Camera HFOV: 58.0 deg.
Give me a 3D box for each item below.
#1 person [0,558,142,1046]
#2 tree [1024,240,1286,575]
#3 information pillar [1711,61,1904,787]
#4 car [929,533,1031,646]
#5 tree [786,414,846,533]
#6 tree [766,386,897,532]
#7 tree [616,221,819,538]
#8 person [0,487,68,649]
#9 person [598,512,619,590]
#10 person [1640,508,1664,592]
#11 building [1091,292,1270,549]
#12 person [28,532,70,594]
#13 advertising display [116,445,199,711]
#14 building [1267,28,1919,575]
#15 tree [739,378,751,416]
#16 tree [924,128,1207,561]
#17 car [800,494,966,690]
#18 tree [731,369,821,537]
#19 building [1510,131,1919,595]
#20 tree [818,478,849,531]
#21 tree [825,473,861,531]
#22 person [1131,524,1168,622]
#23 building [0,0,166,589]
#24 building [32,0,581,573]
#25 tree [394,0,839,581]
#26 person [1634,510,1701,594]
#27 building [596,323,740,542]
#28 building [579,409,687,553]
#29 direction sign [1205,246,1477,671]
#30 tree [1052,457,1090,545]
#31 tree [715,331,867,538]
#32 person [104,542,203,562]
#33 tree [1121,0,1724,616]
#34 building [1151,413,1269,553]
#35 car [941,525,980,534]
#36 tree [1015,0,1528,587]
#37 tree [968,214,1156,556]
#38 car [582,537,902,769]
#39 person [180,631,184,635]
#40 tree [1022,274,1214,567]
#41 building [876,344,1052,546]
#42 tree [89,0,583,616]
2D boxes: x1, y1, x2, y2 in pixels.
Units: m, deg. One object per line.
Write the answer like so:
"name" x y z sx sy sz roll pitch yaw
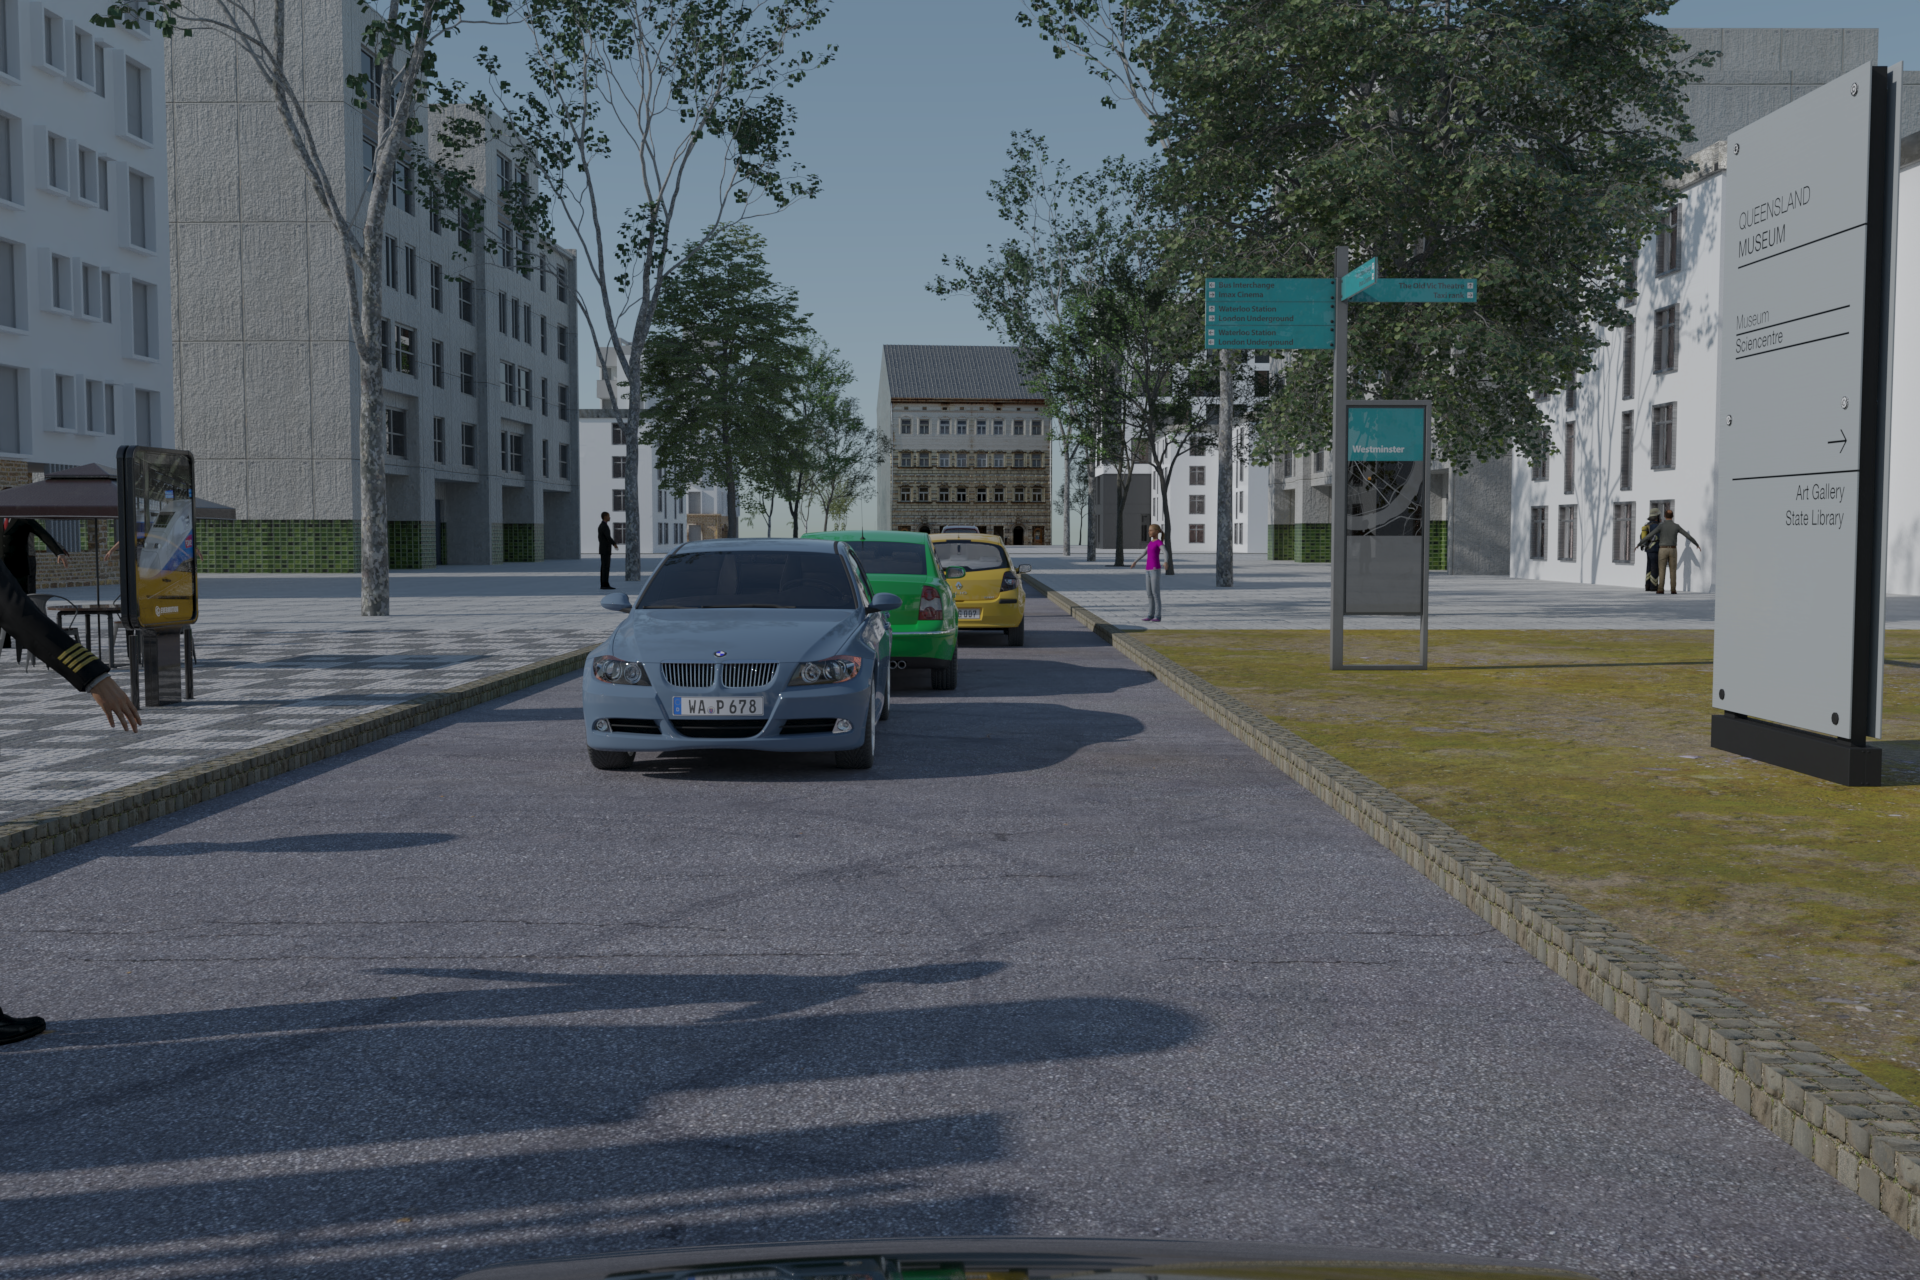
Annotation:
"person" -2.865 0.215 4.877 1.347 1.837 0.705 2 4 25
"tree" 6.505 -7.327 54.216 8.767 10.594 7.601 -1 4 -14
"information pillar" 4.597 -1.112 9.499 0.184 3.620 1.656 0 4 0
"car" -0.015 -0.815 23.543 2.015 1.641 3.980 0 3 0
"tree" -9.119 -9.198 100.747 4.360 8.622 3.978 0 3 0
"tree" -8.486 -10.672 108.904 8.767 10.594 7.601 -1 4 -21
"tree" -8.795 -8.894 63.545 7.486 12.596 7.792 0 3 0
"person" -10.624 -0.807 19.378 1.347 1.806 0.705 0 4 -1
"person" -8.177 -2.070 40.075 0.704 1.802 1.346 -2 4 -26
"person" 15.493 -2.008 38.616 0.705 1.856 1.354 -1 4 -8
"building" 26.001 -19.511 162.971 27.936 21.610 32.646 0 4 0
"person" -15.362 -1.365 28.449 1.348 1.813 0.705 0 4 -5
"advertising display" -5.996 -0.475 12.981 0.123 1.923 0.974 0 4 1
"building" 23.629 -12.409 69.340 16.747 18.905 31.486 0 4 0
"tree" -25.925 -20.895 197.520 12.611 20.169 13.585 0 3 0
"tree" 5.175 -13.827 81.960 12.611 20.169 13.585 0 3 0
"car" -0.914 -0.519 17.286 1.959 1.807 4.718 0 4 0
"tree" -8.351 -7.590 74.451 4.360 8.622 3.978 0 3 0
"building" 20.721 -5.819 37.292 9.099 9.664 28.070 0 3 0
"tree" -14.397 -15.319 200.833 4.737 8.622 4.395 0 3 0
"tree" -13.217 -14.981 195.304 4.737 8.622 4.395 0 3 0
"person" 2.780 -0.982 25.316 0.599 1.433 0.991 -2 4 -24
"building" -26.353 -10.844 33.721 16.016 20.090 11.380 0 3 0
"building" -27.844 -12.550 71.646 16.747 18.905 31.486 0 4 1
"tree" -9.355 -11.765 48.239 12.611 20.169 13.585 0 3 0
"person" 15.135 -1.881 37.024 1.348 1.796 0.705 1 4 15
"building" -26.633 -18.350 156.439 16.016 20.090 11.380 0 4 1
"building" -24.963 -11.502 130.213 9.099 9.664 28.070 0 4 1
"direction sign" 3.554 -1.644 15.647 2.525 3.948 1.411 0 4 -1
"tree" 13.934 -16.000 196.019 7.601 10.594 8.767 0 4 6
"tree" -8.611 -9.994 89.152 9.928 11.665 9.643 0 3 0
"person" -11.396 -1.143 24.549 1.347 1.847 0.705 0 4 -5
"tree" 6.967 -7.354 26.900 9.857 13.997 8.962 0 3 0
"building" 20.558 -11.668 132.920 9.099 9.664 28.070 0 4 0
"car" 0.012 -4.013 74.284 2.281 1.827 5.304 0 4 -1
"tree" 7.700 -11.306 40.735 12.611 20.169 13.585 0 3 0
"tree" 7.746 -15.014 101.362 12.611 20.169 13.585 0 3 0
"car" -1.396 -0.005 12.092 2.014 1.417 4.499 0 4 0
"person" -10.091 -0.981 22.179 0.704 1.843 1.345 -2 4 -34
"tree" 6.461 -8.699 67.980 9.928 11.665 9.643 0 3 0
"building" 0.134 -22.457 200.563 18.063 23.208 19.493 0 4 -7
"tree" -10.515 -10.481 27.248 12.611 20.169 13.585 0 3 0
